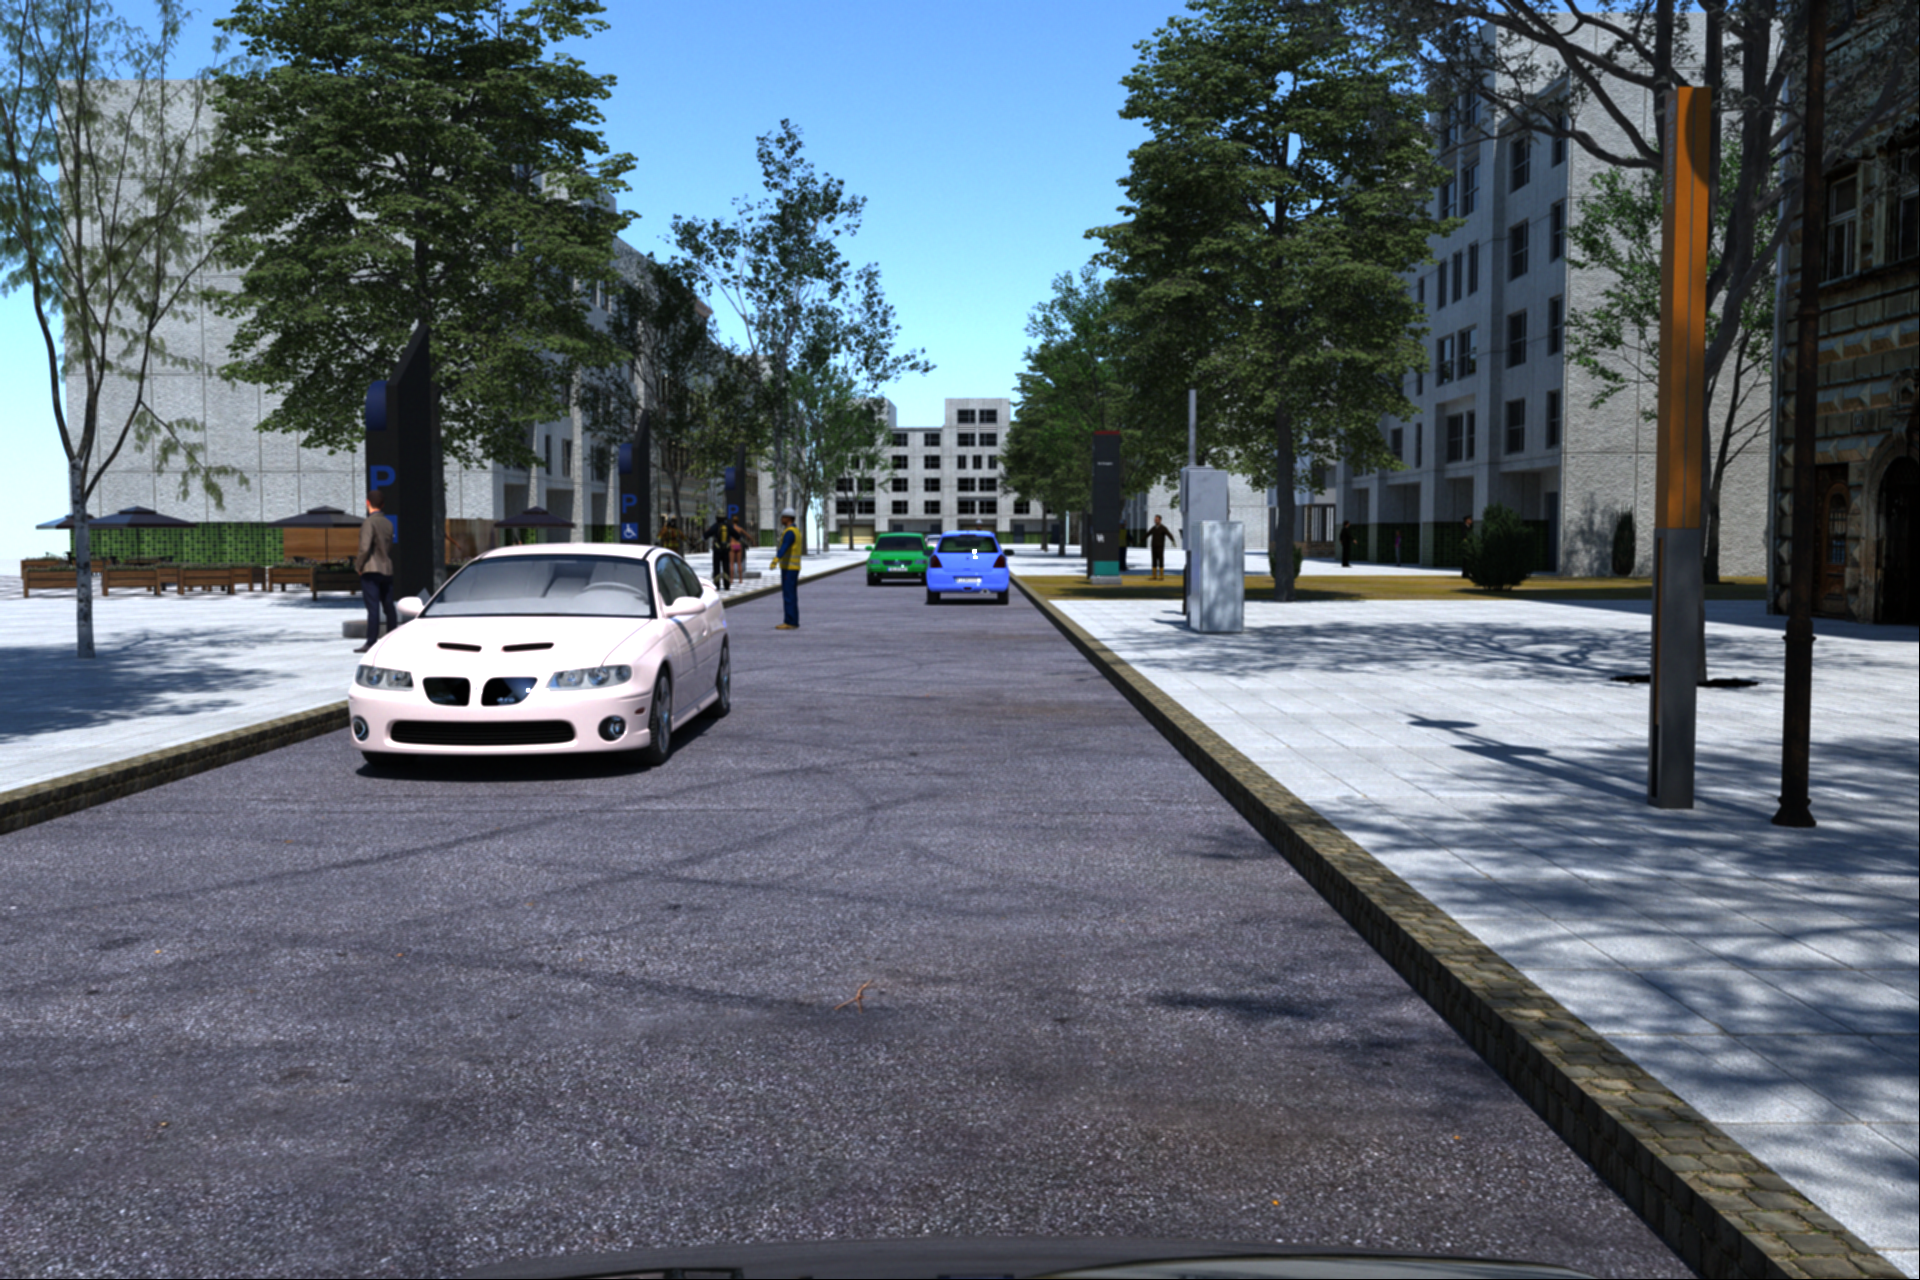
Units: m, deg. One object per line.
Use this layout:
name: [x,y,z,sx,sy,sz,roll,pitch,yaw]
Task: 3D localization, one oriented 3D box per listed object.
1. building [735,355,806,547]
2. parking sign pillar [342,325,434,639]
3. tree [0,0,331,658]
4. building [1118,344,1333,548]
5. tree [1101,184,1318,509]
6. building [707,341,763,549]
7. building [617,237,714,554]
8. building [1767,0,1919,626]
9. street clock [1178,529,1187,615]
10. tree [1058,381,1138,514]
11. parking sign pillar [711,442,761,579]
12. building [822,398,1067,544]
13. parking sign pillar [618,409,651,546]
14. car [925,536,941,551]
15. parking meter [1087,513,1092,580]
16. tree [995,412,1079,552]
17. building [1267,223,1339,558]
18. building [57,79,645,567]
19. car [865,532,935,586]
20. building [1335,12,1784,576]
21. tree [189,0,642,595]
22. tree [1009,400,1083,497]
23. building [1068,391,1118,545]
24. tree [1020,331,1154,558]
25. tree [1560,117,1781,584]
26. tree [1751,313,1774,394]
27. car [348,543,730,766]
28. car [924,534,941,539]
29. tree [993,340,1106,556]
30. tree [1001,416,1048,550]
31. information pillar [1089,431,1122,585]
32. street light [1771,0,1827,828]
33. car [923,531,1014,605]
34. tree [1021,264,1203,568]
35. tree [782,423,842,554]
building: [-26.575,-19.578,186.561,16.747,18.905,31.486,0,4,1]
parking sign pillar: [-7.038,-2.036,21.758,1.447,3.967,1.447,0,4,0]
tree: [-9.238,-4.131,17.909,4.360,8.622,3.978,0,3,0]
building: [25.205,-18.570,170.069,16.747,18.905,31.486,0,4,0]
tree: [7.710,-8.277,53.462,7.486,12.596,7.792,0,3,0]
building: [-28.817,-20.008,158.052,19.493,23.208,18.063,0,4,1]
building: [-26.520,-16.985,108.626,19.493,23.208,18.063,0,4,1]
building: [22.137,-11.436,17.911,19.493,23.208,18.063,0,3,0]
street clock: [3.622,-1.391,27.318,0.358,2.002,0.471,0,4,1]
tree: [6.272,-8.179,84.084,4.360,8.622,3.978,0,3,0]
parking sign pillar: [-6.483,-3.769,50.101,1.447,3.967,1.447,0,4,0]
building: [-1.704,-22.172,231.418,31.486,18.905,16.747,0,4,2]
parking sign pillar: [-6.918,-2.961,36.891,1.447,3.967,1.447,0,4,0]
car: [-0.753,-3.655,72.128,2.083,1.381,4.827,0,4,-1]
parking meter: [3.768,-2.620,48.543,0.399,1.863,0.255,0,4,0]
tree: [5.860,-11.574,123.653,7.601,10.594,8.767,-2,4,-30]
building: [24.223,-15.292,106.446,16.016,20.090,11.380,0,4,0]
building: [-26.558,-13.271,83.432,16.747,18.905,31.486,0,4,1]
car: [-1.684,-2.482,49.384,1.959,1.807,4.718,0,4,1]
building: [26.520,-12.298,67.536,16.747,18.905,31.486,0,3,0]
tree: [-9.027,-6.779,28.961,7.486,12.596,7.792,0,3,0]
tree: [6.428,-10.892,112.501,8.767,10.594,7.601,3,5,42]
building: [22.695,-22.850,204.521,19.493,23.208,18.063,0,3,0]
tree: [6.841,-10.617,91.713,7.486,12.596,7.792,0,3,0]
tree: [19.260,-7.245,44.216,9.928,11.665,9.643,0,3,0]
tree: [20.484,-7.185,35.598,7.486,12.596,7.792,0,3,0]
car: [-2.754,0.008,12.229,2.083,1.381,4.827,0,3,0]
car: [-1.993,-7.240,130.370,2.014,1.417,4.499,0,3,0]
tree: [5.777,-11.229,101.716,7.486,12.596,7.792,0,3,0]
tree: [6.773,-12.937,137.281,9.928,11.665,9.643,0,3,0]
information pillar: [3.686,-3.326,43.762,0.750,3.857,0.750,0,4,-1]
street light: [3.686,-2.122,7.478,0.468,5.910,1.993,0,3,0]
car: [0.176,-1.638,36.372,1.945,1.707,3.694,0,4,1]
tree: [6.110,-8.602,66.393,9.928,11.665,9.643,0,3,0]
tree: [-8.847,-9.796,110.521,4.360,8.622,3.978,0,3,0]
